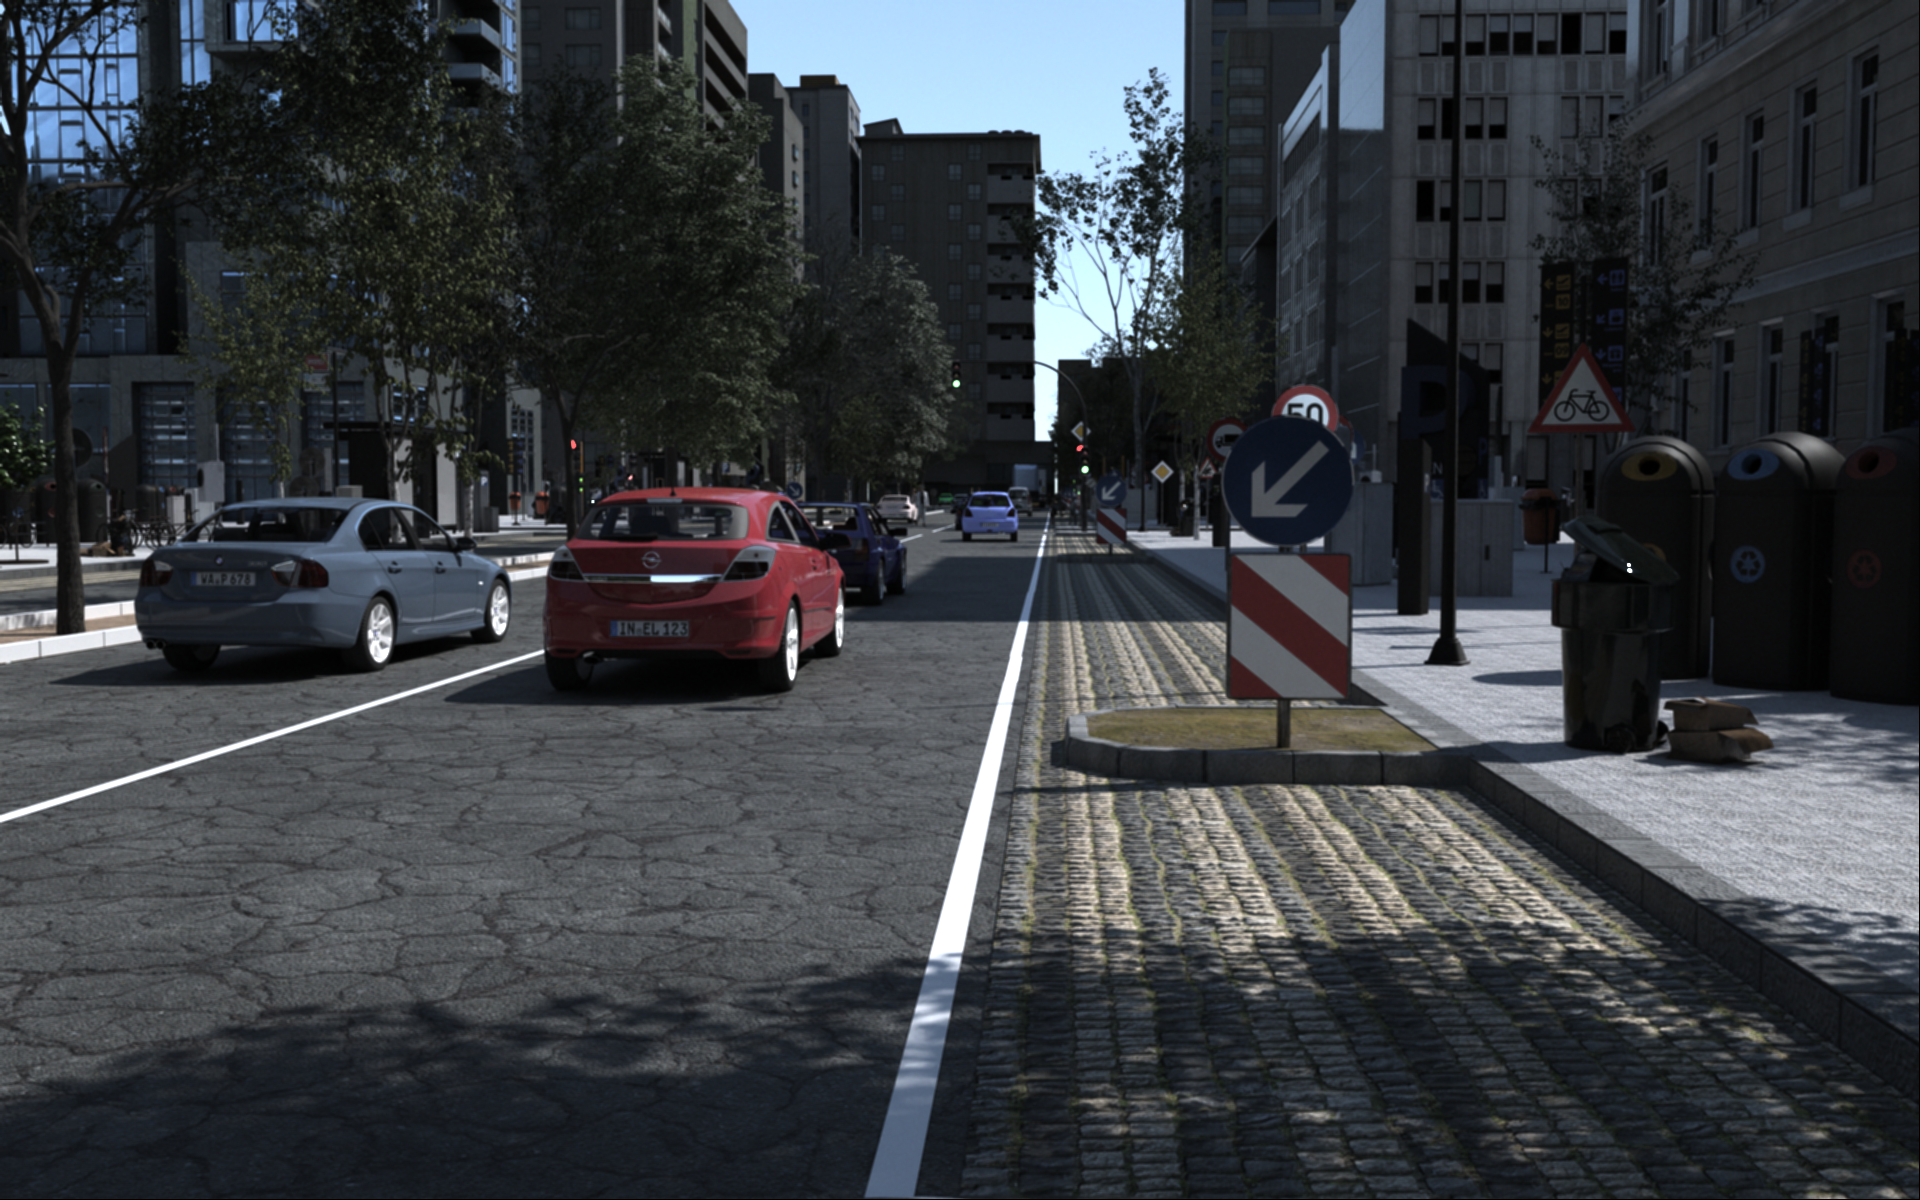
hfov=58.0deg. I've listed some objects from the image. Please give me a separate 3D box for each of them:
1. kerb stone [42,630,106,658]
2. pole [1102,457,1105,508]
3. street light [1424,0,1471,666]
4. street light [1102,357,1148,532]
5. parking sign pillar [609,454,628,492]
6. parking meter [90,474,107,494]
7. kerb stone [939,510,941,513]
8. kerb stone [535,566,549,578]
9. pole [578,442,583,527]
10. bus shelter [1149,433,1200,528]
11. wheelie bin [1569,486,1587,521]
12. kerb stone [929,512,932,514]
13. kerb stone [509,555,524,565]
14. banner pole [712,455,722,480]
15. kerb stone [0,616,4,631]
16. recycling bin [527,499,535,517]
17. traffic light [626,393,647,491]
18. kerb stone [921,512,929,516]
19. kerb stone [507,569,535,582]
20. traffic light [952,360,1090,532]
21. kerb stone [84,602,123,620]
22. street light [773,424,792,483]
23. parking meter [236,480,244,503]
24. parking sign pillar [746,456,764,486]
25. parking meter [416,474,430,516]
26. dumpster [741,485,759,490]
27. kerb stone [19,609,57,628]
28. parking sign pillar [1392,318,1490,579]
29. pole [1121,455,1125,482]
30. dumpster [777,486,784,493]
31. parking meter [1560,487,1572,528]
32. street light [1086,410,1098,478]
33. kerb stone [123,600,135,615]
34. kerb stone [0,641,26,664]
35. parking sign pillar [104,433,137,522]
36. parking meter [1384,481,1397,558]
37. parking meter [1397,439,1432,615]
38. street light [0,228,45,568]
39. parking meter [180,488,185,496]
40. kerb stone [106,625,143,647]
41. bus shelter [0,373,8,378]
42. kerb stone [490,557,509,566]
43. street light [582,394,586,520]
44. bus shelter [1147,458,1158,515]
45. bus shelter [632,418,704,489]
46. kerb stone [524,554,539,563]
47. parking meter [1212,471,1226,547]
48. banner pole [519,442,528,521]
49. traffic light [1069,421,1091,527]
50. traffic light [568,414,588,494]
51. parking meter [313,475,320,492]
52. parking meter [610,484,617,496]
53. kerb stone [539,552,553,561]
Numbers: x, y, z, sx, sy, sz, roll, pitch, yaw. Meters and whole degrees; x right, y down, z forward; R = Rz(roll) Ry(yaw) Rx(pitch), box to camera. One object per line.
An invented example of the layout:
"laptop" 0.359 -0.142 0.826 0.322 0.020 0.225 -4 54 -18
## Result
"kerb stone" -8.067 0.401 15.641 0.120 0.150 1.000 0 4 3
"pole" 7.886 -6.180 94.886 0.158 3.312 0.155 0 3 0
"street light" 3.146 -2.472 12.954 1.470 5.913 1.316 0 4 3
"street light" 5.663 -5.265 58.625 1.470 5.913 1.316 0 4 3
"parking sign pillar" -22.908 -7.808 116.129 1.447 3.967 1.447 3 4 37
"parking meter" -24.755 -2.696 49.792 0.399 1.863 0.255 -3 5 -41
"kerb stone" -1.740 -6.707 131.891 0.120 0.150 1.000 0 4 3
"kerb stone" -7.295 -0.470 29.956 0.120 0.150 1.000 0 4 3
"pole" -14.744 -4.491 67.263 0.158 3.312 0.155 0 3 0
"bus shelter" 8.580 -4.769 69.257 1.731 3.624 6.357 0 4 3
"wheelie bin" 23.536 -3.568 66.243 0.693 1.594 0.980 -1 4 -23
"kerb stone" -2.238 -6.143 122.673 0.120 0.150 1.000 0 4 3
"kerb stone" -9.116 -0.789 35.164 0.120 0.150 1.000 0 4 3
"banner pole" -15.677 -7.474 112.216 0.863 3.779 0.401 -2 4 -26
"kerb stone" -10.051 0.269 17.798 0.120 0.150 1.000 0 4 3
"recycling bin" -23.426 -5.066 95.388 0.722 1.027 0.722 0 4 -6
"traffic light" -10.755 -5.681 67.545 4.771 5.953 1.251 0 4 3
"kerb stone" -2.411 -5.952 119.607 0.120 0.150 1.000 0 4 3
"kerb stone" -7.348 -0.405 28.931 0.120 0.150 1.000 0 4 3
"traffic light" 2.110 -5.139 58.689 4.771 5.953 1.251 0 4 3
"kerb stone" -9.946 0.144 19.846 0.120 0.150 1.000 0 4 3
"street light" -11.746 -8.647 113.926 1.470 5.913 1.316 0 4 3
"parking meter" -30.300 -4.109 72.901 0.255 1.863 0.399 -1 4 -12
"parking sign pillar" -13.161 -7.516 111.355 1.447 3.967 1.447 3 5 40
"parking meter" -15.478 -2.703 49.909 0.255 1.863 0.399 -3 5 -41
"dumpster" -13.169 -6.324 109.160 1.264 1.857 1.865 0 4 3
"kerb stone" -10.003 0.207 18.819 0.120 0.150 1.000 0 4 3
"parking sign pillar" 7.293 -2.306 26.175 1.447 3.967 1.447 3 5 41
"pole" 8.577 -5.949 91.112 0.158 3.312 0.155 0 3 0
"dumpster" -12.716 -6.846 117.683 1.264 1.857 1.865 0 4 3
"parking meter" 22.846 -3.479 65.289 0.372 1.533 0.369 0 3 0
"street light" 7.616 -7.531 95.666 1.470 5.913 1.316 0 4 3
"kerb stone" -9.889 0.081 20.866 0.120 0.150 1.000 0 4 3
"kerb stone" -8.125 0.463 14.621 0.120 0.150 1.000 0 4 3
"parking sign pillar" -36.725 -5.339 75.769 1.447 3.967 1.447 2 4 32
"parking meter" 8.598 -1.615 34.820 0.372 1.533 0.369 0 3 0
"parking meter" 4.845 -0.780 18.461 0.255 1.863 0.399 2 4 30
"street light" -16.340 -3.510 29.926 1.470 5.913 1.316 0 4 3
"parking meter" -30.690 -3.685 68.665 0.372 1.533 0.369 0 3 0
"kerb stone" -8.013 0.338 16.662 0.120 0.150 1.000 0 4 3
"bus shelter" -19.668 -2.431 31.038 1.731 3.624 6.357 0 4 3
"kerb stone" -9.160 -0.728 34.143 0.120 0.150 1.000 0 4 3
"street light" -14.257 -5.840 68.024 1.470 5.913 1.316 0 4 3
"bus shelter" 10.987 -5.958 91.343 2.014 3.302 5.546 0 4 3
"bus shelter" -14.823 -6.708 87.311 2.179 5.291 8.768 0 4 3
"kerb stone" -9.052 -0.856 36.186 0.120 0.150 1.000 0 4 3
"parking meter" 6.307 -2.212 41.871 0.399 1.863 0.255 -3 5 -40
"banner pole" -21.013 -5.716 83.480 0.401 3.779 0.863 0 4 -2
"traffic light" 4.637 -4.757 66.691 0.839 4.253 0.868 0 4 3
"traffic light" -13.283 -4.326 59.650 0.839 4.253 0.868 0 4 3
"parking meter" -20.242 -2.967 54.224 0.255 1.863 0.399 1 4 17
"parking meter" -20.740 -5.996 103.748 0.399 1.863 0.255 0 4 0
"kerb stone" -8.995 -0.919 37.214 0.120 0.150 1.000 0 4 3
